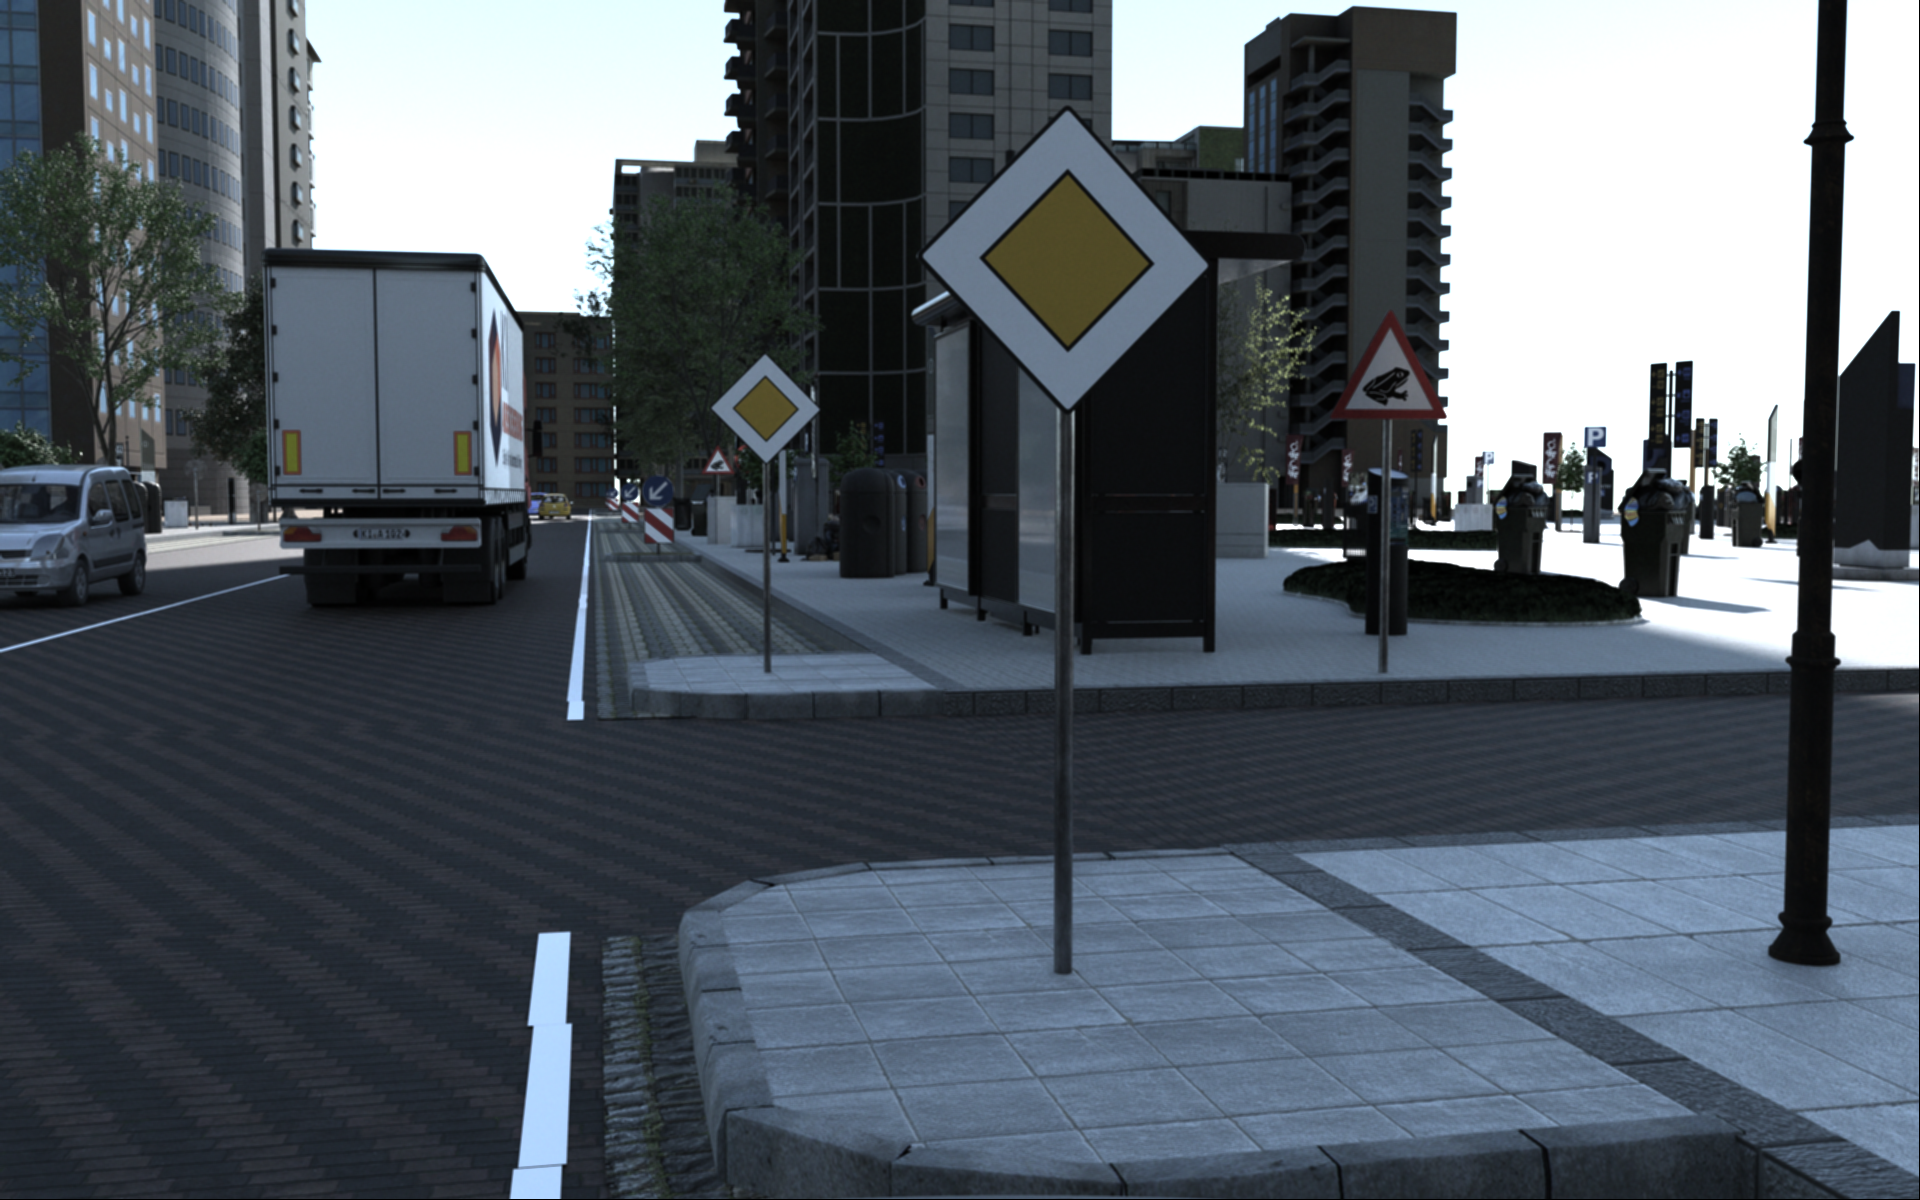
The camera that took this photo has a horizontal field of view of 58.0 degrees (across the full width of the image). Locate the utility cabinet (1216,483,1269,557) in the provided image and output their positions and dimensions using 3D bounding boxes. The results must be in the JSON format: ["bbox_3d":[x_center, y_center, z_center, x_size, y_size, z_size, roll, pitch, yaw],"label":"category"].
[{"bbox_3d":[5.597,-1.599,34.823,1.173,1.500,0.318,2,4,26],"label":"utility cabinet"}]

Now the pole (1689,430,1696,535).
[{"bbox_3d":[23.195,-3.731,54.843,0.158,3.312,0.155,0,3,0],"label":"pole"}]

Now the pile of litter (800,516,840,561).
[{"bbox_3d":[-2.297,-1.204,33.643,1.719,0.858,1.176,-1,4,-15],"label":"pile of litter"}]

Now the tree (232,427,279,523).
[{"bbox_3d":[-30.571,-5.724,77.299,4.285,4.588,4.351,0,3,0],"label":"tree"}]

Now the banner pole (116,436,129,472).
[{"bbox_3d":[-35.966,-5.161,74.393,0.401,3.779,0.863,3,5,45],"label":"banner pole"}]

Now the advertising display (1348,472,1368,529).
[{"bbox_3d":[11.777,-2.781,50.682,0.123,1.923,0.974,-3,5,-40],"label":"advertising display"}]

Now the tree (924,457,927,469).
[{"bbox_3d":[-0.969,-5.081,77.672,1.663,3.219,1.824,0,3,0],"label":"tree"}]

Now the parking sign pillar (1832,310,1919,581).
[{"bbox_3d":[13.796,-2.304,26.139,1.447,3.967,1.447,0,4,-4],"label":"parking sign pillar"}]

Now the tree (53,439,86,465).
[{"bbox_3d":[-31.517,-4.075,61.231,1.663,3.219,1.824,0,3,0],"label":"tree"}]

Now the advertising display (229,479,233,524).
[{"bbox_3d":[-30.919,-4.173,73.444,0.123,1.923,0.974,-1,4,-23],"label":"advertising display"}]

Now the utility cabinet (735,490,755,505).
[{"bbox_3d":[-10.502,-4.676,85.128,1.173,1.500,0.318,2,4,32],"label":"utility cabinet"}]

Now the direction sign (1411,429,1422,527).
[{"bbox_3d":[16.003,-4.207,60.774,0.379,3.537,0.876,-1,4,-9],"label":"direction sign"}]

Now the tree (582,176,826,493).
[{"bbox_3d":[-8.382,-8.099,58.179,9.928,11.665,9.643,0,3,0],"label":"tree"}]

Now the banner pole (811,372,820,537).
[{"bbox_3d":[-2.959,-2.772,35.336,0.401,3.779,0.863,0,4,6],"label":"banner pole"}]

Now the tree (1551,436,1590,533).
[{"bbox_3d":[20.656,-3.882,58.075,1.663,3.219,1.824,0,3,0],"label":"tree"}]

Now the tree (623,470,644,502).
[{"bbox_3d":[-25.953,-8.727,137.286,1.663,3.219,1.824,0,3,0],"label":"tree"}]

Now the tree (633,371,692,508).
[{"bbox_3d":[-16.695,-8.954,96.763,4.737,8.622,4.395,0,3,0],"label":"tree"}]

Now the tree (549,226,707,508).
[{"bbox_3d":[-23.460,-16.477,125.288,12.611,20.169,13.585,0,3,0],"label":"tree"}]

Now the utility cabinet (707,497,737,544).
[{"bbox_3d":[-6.124,-2.041,44.539,0.306,1.237,1.020,2,4,23],"label":"utility cabinet"}]

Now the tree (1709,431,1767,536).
[{"bbox_3d":[23.910,-3.594,53.361,1.663,3.219,1.824,0,3,0],"label":"tree"}]

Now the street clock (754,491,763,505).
[{"bbox_3d":[-5.237,-2.507,45.552,0.471,2.002,0.358,3,5,42],"label":"street clock"}]

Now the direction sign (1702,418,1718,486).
[{"bbox_3d":[22.193,-3.643,51.567,0.876,3.537,0.379,-2,4,-24],"label":"direction sign"}]

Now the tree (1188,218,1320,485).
[{"bbox_3d":[7.096,-5.862,46.211,4.360,8.622,3.978,0,3,0],"label":"tree"}]

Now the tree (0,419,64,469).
[{"bbox_3d":[-41.086,-5.627,75.711,4.285,4.588,4.351,0,3,0],"label":"tree"}]

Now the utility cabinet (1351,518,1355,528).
[{"bbox_3d":[13.013,-2.721,55.647,0.306,1.237,1.020,-3,4,-38],"label":"utility cabinet"}]

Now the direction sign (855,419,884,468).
[{"bbox_3d":[-2.708,-3.681,52.184,0.876,3.537,0.379,-1,4,-14],"label":"direction sign"}]

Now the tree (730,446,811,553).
[{"bbox_3d":[-4.369,-2.679,38.408,1.663,3.219,1.824,0,3,0],"label":"tree"}]

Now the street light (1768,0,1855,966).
[{"bbox_3d":[2.336,-1.947,4.615,0.468,5.910,1.993,-1,4,-12],"label":"street light"}]

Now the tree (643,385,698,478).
[{"bbox_3d":[-18.426,-9.716,109.218,4.360,8.622,3.978,0,3,0],"label":"tree"}]

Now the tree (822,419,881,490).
[{"bbox_3d":[-2.897,-3.084,45.022,1.663,3.219,1.824,0,3,0],"label":"tree"}]

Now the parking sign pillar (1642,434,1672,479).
[{"bbox_3d":[24.443,-4.421,60.756,1.447,3.967,1.447,0,4,-6],"label":"parking sign pillar"}]

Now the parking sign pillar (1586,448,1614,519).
[{"bbox_3d":[32.813,-6.136,88.792,1.447,3.967,1.447,0,4,-2],"label":"parking sign pillar"}]

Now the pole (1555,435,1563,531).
[{"bbox_3d":[20.534,-4.007,59.352,0.158,3.312,0.155,0,3,0],"label":"pole"}]

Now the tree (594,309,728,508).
[{"bbox_3d":[-13.630,-9.001,81.573,7.601,10.594,8.767,-1,4,-13],"label":"tree"}]

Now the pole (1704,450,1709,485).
[{"bbox_3d":[34.312,-5.247,79.634,0.158,3.312,0.155,0,3,0],"label":"pole"}]

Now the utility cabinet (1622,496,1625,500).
[{"bbox_3d":[28.633,-3.878,74.559,0.306,1.237,1.020,1,4,20],"label":"utility cabinet"}]

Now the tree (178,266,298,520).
[{"bbox_3d":[-33.537,-10.329,85.880,9.611,12.733,9.660,0,3,0],"label":"tree"}]

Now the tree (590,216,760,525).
[{"bbox_3d":[-11.287,-9.332,70.703,7.486,12.596,7.792,0,3,0],"label":"tree"}]

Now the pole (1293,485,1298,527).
[{"bbox_3d":[12.991,-4.471,66.949,0.158,3.312,0.155,0,3,0],"label":"pole"}]

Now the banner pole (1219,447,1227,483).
[{"bbox_3d":[12.162,-5.569,81.075,0.863,3.779,0.401,3,4,39],"label":"banner pole"}]

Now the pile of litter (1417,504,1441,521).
[{"bbox_3d":[22.384,-4.212,82.829,1.719,0.858,1.176,0,4,7],"label":"pile of litter"}]

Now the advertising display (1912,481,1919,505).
[{"bbox_3d":[46.388,-4.788,83.490,0.974,1.923,0.123,0,4,-6],"label":"advertising display"}]

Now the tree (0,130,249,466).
[{"bbox_3d":[-25.281,-7.662,51.036,9.928,11.665,9.643,0,3,0],"label":"tree"}]
